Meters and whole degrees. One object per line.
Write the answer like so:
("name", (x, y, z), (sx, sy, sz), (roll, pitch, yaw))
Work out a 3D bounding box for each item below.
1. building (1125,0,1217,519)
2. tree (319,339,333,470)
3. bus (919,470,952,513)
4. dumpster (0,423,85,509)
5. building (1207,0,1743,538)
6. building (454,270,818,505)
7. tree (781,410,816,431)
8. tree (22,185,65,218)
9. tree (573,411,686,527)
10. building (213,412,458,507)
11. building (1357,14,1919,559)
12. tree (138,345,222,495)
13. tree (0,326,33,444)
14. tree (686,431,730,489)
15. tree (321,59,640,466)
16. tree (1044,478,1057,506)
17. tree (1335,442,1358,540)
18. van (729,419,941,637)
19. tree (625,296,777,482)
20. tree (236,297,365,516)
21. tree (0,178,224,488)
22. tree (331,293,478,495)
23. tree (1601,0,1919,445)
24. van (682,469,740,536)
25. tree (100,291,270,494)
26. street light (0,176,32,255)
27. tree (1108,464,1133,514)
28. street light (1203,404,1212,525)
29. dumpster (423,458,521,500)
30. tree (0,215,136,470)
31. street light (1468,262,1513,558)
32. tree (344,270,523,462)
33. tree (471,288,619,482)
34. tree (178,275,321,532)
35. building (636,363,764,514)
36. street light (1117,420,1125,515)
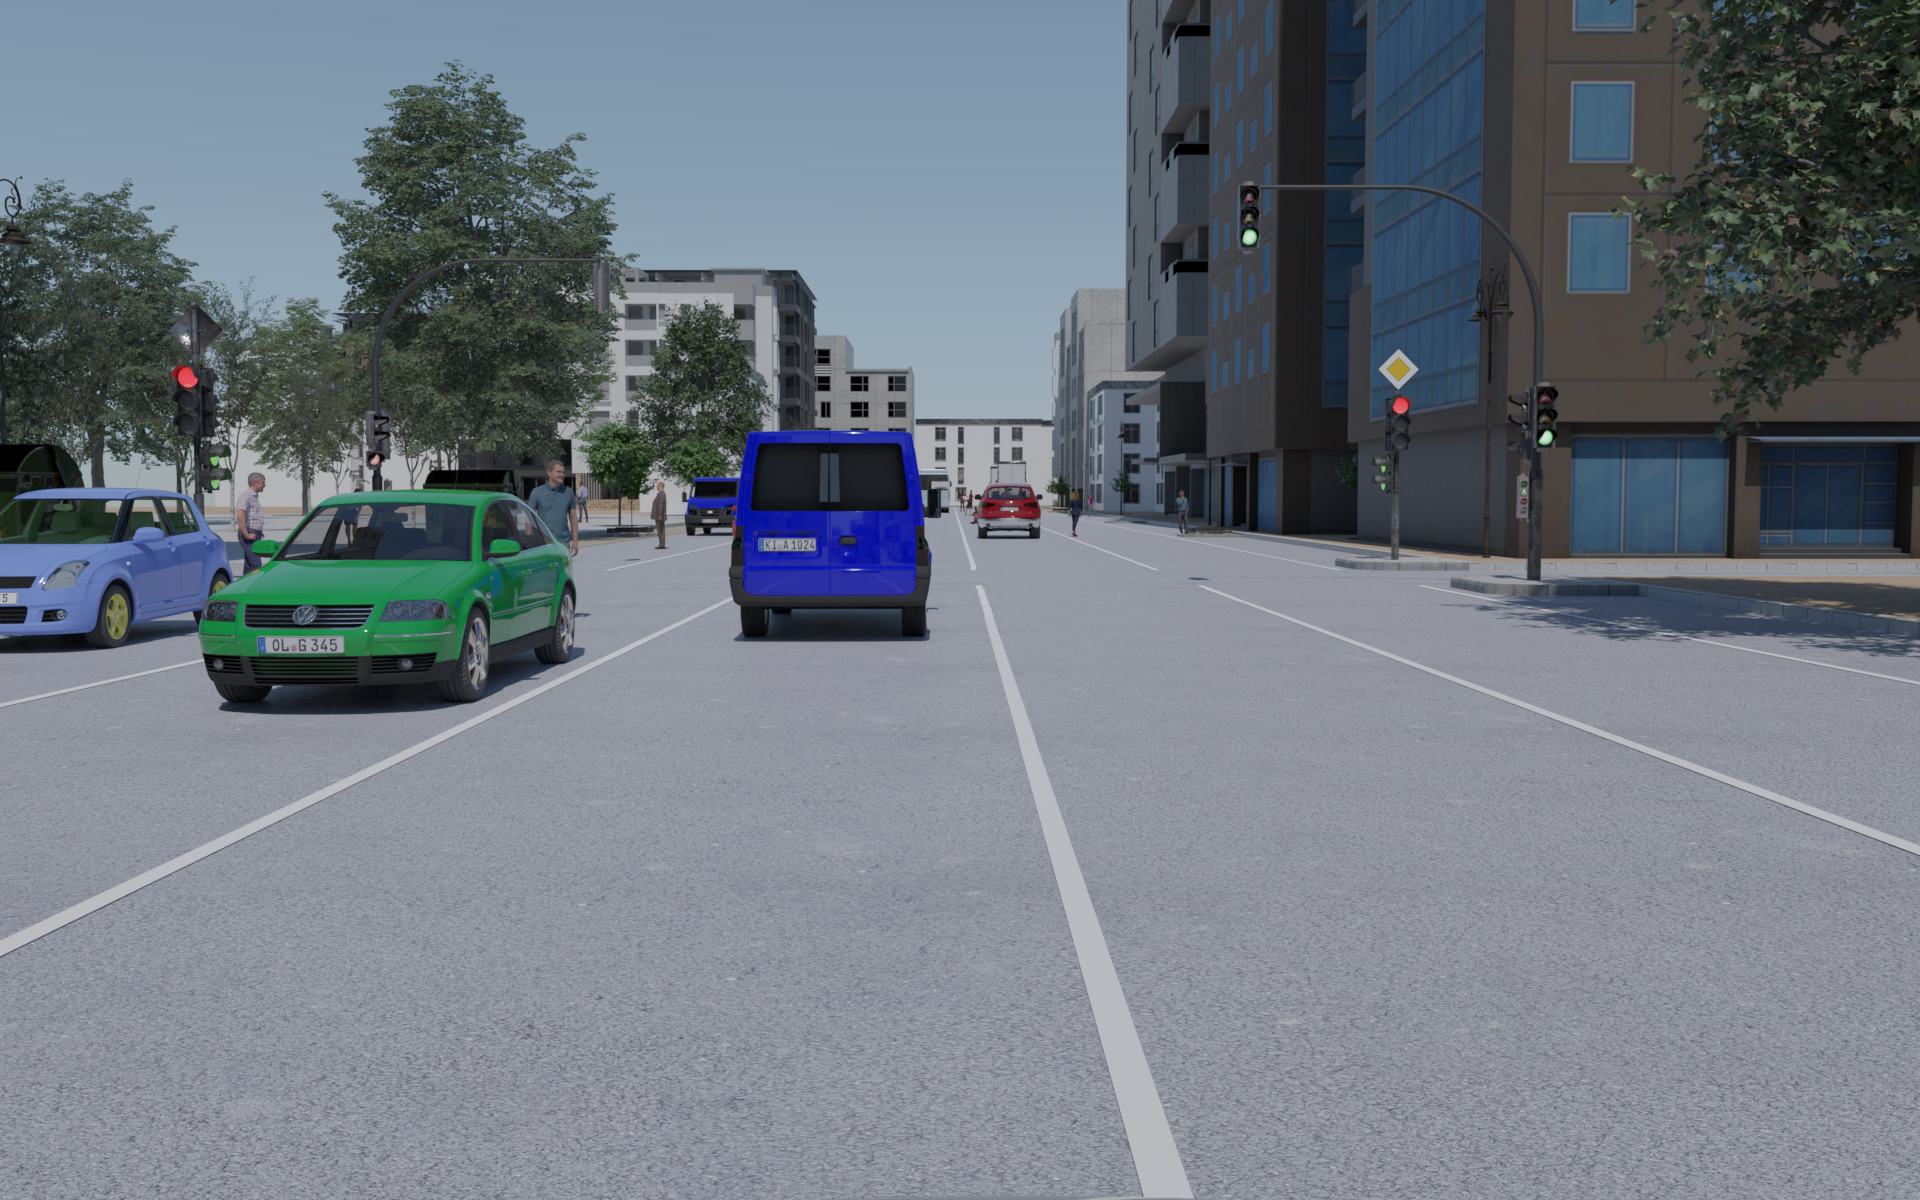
("building", (23.425, -30.658, 90.505), (28.713, 52.752, 27.495), (0, 4, 0))
("tree", (-29.697, -7.821, 78.234), (4.360, 8.622, 3.978), (0, 3, 0))
("bus", (-2.082, -8.641, 136.140), (2.948, 3.499, 13.247), (0, 4, -1))
("dumpster", (-11.077, -0.883, 19.381), (1.985, 2.255, 1.502), (0, 4, 1))
("building", (16.643, -25.060, 59.834), (14.600, 45.320, 14.200), (0, 4, 0))
("building", (-31.216, -20.053, 171.834), (32.646, 21.610, 27.936), (0, 4, 0))
("tree", (-13.906, -12.348, 152.254), (4.360, 8.622, 3.978), (0, 3, 0))
("tree", (-22.200, -5.530, 40.774), (4.360, 8.622, 3.978), (0, 3, 0))
("tree", (-13.583, -5.190, 68.571), (4.285, 4.588, 4.351), (0, 3, 0))
("building", (-61.890, -14.564, 180.268), (28.070, 9.664, 9.099), (0, 4, 0))
("building", (17.734, -23.816, 39.508), (14.200, 45.320, 14.600), (0, 4, 0))
("tree", (-35.690, -7.900, 79.522), (4.737, 8.622, 4.395), (0, 3, 0))
("tree", (-35.003, -8.454, 55.239), (9.611, 12.733, 9.660), (0, 3, 0))
("tree", (-13.725, -6.530, 90.474), (4.285, 4.588, 4.351), (0, 3, 0))
("tree", (-14.154, -8.865, 51.593), (9.857, 13.997, 8.962), (0, 3, 0))
("tree", (10.104, -11.739, 186.533), (1.663, 3.219, 1.824), (0, 3, 0))
("tree", (11.475, -3.338, 49.173), (1.663, 3.219, 1.824), (0, 3, 0))
("van", (-1.305, -0.897, 19.053), (2.240, 2.365, 5.245), (0, 4, -1))
("tree", (-14.913, -11.228, 100.578), (9.611, 12.733, 9.660), (0, 3, 0))
("tree", (-37.967, -11.106, 99.708), (7.486, 12.596, 7.792), (0, 3, 0))
("tree", (-34.509, -9.915, 68.773), (9.857, 13.997, 8.962), (0, 3, 0))
("tree", (-19.149, -6.725, 60.323), (4.360, 8.622, 3.978), (0, 3, 0))
("tree", (10.813, -6.078, 16.389), (9.611, 12.733, 9.660), (0, 3, 0))
("van", (-8.431, -3.482, 61.311), (2.240, 2.365, 5.245), (0, 4, 1))
("tree", (-38.855, -9.821, 86.328), (9.928, 11.665, 9.643), (0, 3, 0))
("street light", (-13.259, -3.112, 23.668), (0.468, 5.910, 1.993), (0, 4, 0))
("tree", (10.702, -7.178, 111.957), (1.663, 3.219, 1.824), (0, 3, 0))
("street light", (10.316, -6.030, 71.371), (0.468, 5.910, 1.993), (0, 4, 0))
("dumpster", (-11.198, -2.128, 39.752), (1.985, 2.255, 1.502), (0, 4, 1))
("tree", (-25.303, -6.047, 49.231), (4.360, 8.622, 3.978), (0, 3, 0))
("street light", (10.571, -3.781, 34.614), (0.468, 5.910, 1.993), (0, 4, 0))
("tree", (-21.398, -8.318, 70.418), (7.601, 10.594, 8.767), (-1, 4, -16))
("tree", (-20.966, -9.885, 87.370), (9.928, 11.665, 9.643), (0, 3, 0))
("tree", (-24.645, -6.590, 58.116), (4.360, 8.622, 3.978), (0, 3, 0))
("building", (-18.436, -11.071, 123.165), (9.099, 9.664, 28.070), (0, 4, 0))
("street light", (10.107, -8.297, 108.439), (0.468, 5.910, 1.993), (0, 4, 0))
